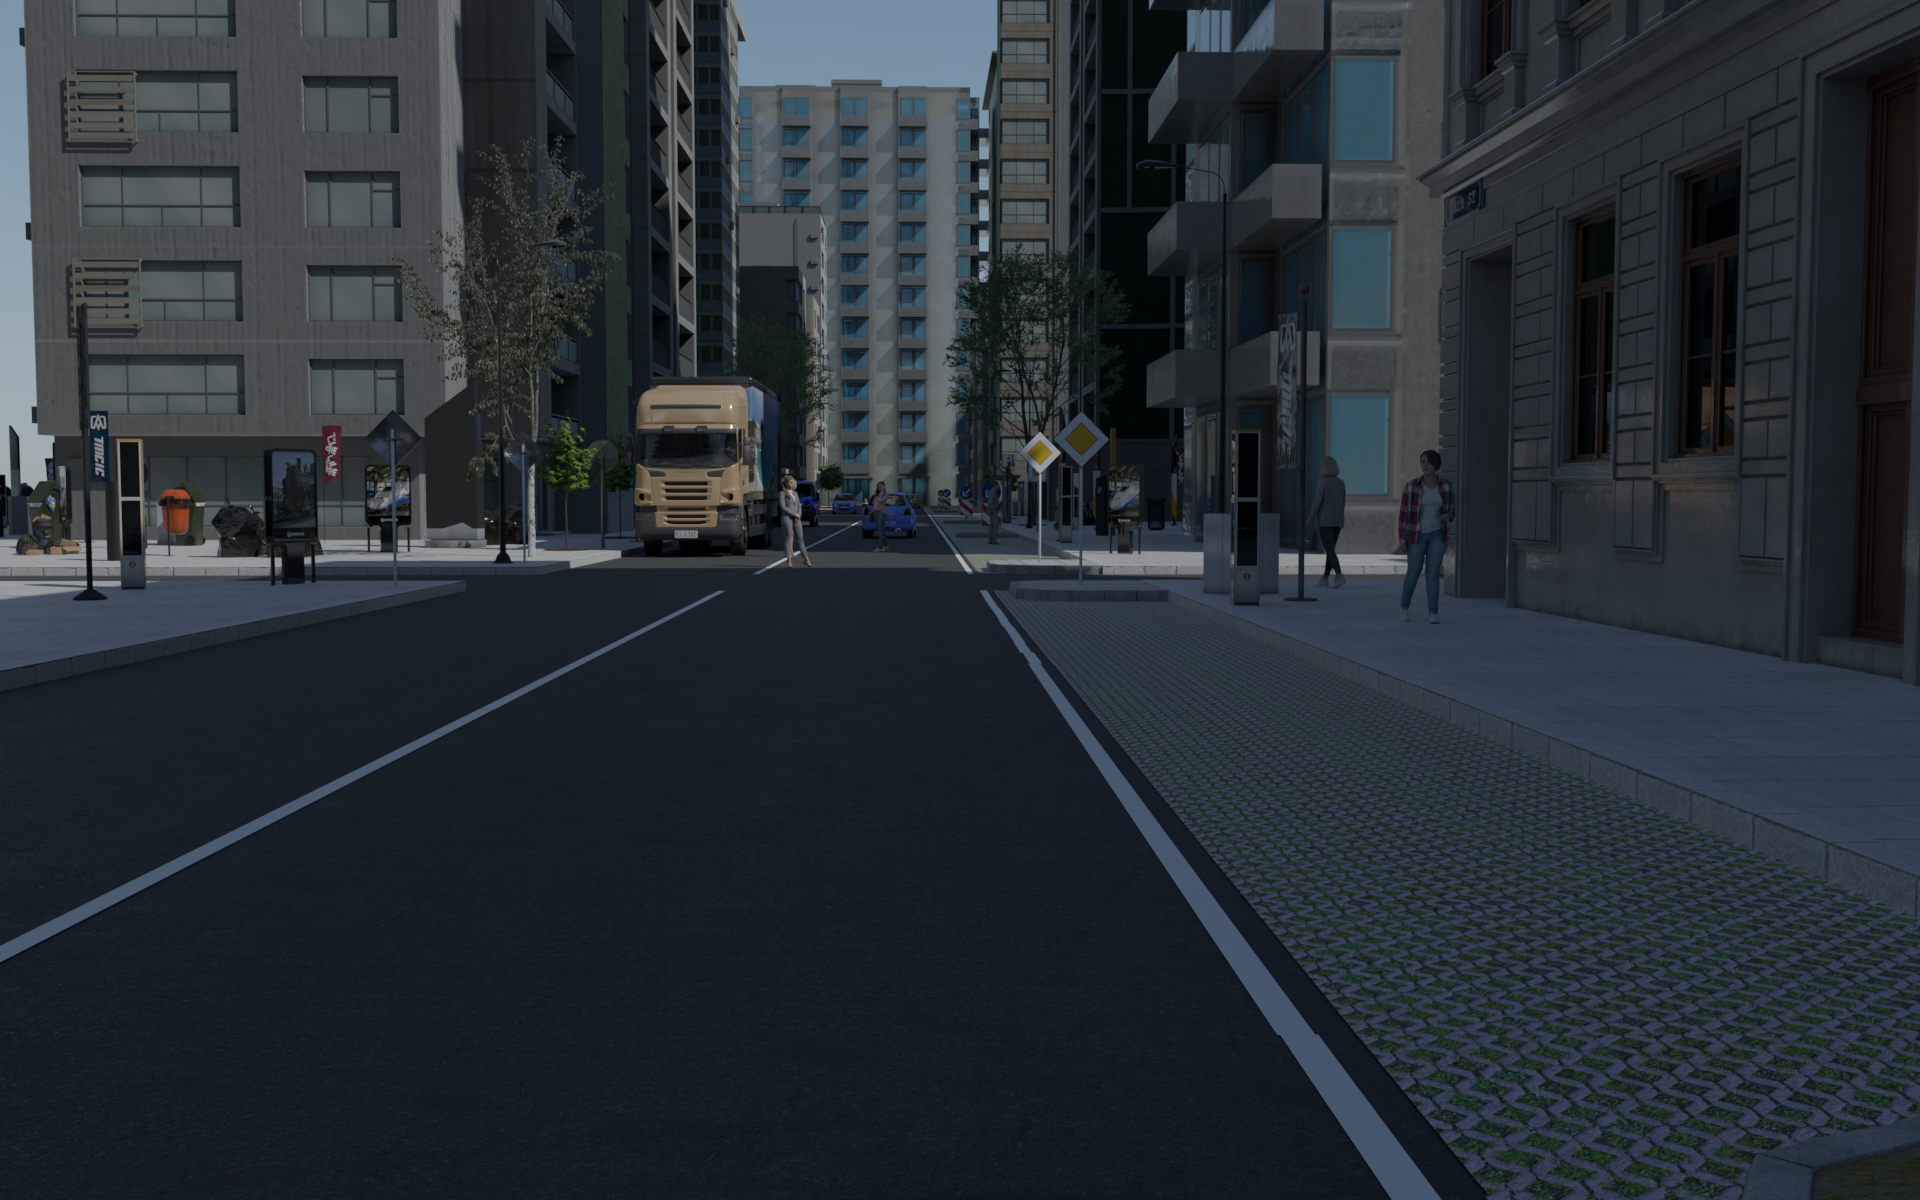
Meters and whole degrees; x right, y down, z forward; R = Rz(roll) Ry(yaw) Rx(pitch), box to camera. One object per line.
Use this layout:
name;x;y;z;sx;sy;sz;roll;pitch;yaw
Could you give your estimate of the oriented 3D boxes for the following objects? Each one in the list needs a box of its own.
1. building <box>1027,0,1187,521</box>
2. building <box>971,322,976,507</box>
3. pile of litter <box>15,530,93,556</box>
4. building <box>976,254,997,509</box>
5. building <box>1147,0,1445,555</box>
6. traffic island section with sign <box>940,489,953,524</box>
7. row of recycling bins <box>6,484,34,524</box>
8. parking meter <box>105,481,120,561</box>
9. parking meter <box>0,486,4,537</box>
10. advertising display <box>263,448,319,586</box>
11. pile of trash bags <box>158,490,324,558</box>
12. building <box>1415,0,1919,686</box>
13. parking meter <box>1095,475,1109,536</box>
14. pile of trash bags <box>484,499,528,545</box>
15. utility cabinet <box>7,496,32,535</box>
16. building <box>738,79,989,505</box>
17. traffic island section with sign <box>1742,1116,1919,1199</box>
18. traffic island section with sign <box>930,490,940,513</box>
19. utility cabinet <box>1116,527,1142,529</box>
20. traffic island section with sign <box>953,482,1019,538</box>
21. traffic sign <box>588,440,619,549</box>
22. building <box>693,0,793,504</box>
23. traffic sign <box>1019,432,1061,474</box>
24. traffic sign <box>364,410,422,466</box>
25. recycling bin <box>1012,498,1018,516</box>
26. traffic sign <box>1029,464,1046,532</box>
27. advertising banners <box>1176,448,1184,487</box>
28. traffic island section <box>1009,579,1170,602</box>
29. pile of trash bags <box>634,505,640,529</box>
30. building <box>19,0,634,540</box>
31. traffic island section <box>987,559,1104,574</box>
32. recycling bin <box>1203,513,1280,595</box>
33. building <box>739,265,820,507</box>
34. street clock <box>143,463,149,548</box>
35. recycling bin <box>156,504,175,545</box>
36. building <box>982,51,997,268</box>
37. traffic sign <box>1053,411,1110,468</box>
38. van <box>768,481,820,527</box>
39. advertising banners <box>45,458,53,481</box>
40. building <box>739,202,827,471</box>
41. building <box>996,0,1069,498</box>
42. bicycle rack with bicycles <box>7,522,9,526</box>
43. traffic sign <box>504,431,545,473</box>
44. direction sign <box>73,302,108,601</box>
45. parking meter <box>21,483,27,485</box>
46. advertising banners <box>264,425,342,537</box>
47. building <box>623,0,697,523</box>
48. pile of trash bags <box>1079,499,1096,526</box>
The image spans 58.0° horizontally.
building;14.251;-39.520;84.412;20.563;71.187;20.611;0;4;-2
building;15.317;-19.796;168.703;27.650;21.520;28.899;0;4;-2
pile of litter;-19.309;-1.402;36.887;1.176;0.858;1.719;3;5;39
building;15.829;-18.032;139.862;27.650;21.520;28.899;0;4;-2
building;20.215;-26.021;45.056;30.456;49.044;23.786;0;4;-2
traffic island section with sign;0.177;-4.603;83.893;1.989;1.847;2.006;0;4;-2
row of recycling bins;-39.543;-4.102;74.188;3.534;1.692;1.069;-3;5;-43
parking meter;-16.190;-1.519;33.254;0.372;1.533;0.369;0;3;0
parking meter;-28.793;-2.650;51.735;0.372;1.533;0.369;0;3;0
advertising display;-9.505;-1.188;24.642;0.123;1.923;0.974;1;4;18
pile of trash bags;-14.894;-1.590;35.753;3.447;1.369;1.912;0;4;7
building;11.398;-10.748;11.890;11.583;22.565;21.152;0;4;-2
parking meter;4.363;-2.904;53.187;0.255;1.863;0.399;-3;5;-40
pile of trash bags;-12.424;-2.147;44.852;1.912;1.369;3.447;-2;4;-35
utility cabinet;-29.806;-2.699;55.295;0.306;1.237;1.020;2;4;35
building;-12.016;-35.681;202.986;30.456;49.044;23.786;0;4;-2
traffic island section with sign;2.326;0.372;2.544;1.989;1.847;2.006;0;4;-2
traffic island section with sign;-1.146;-7.673;134.076;1.989;1.847;2.006;0;4;-2
utility cabinet;6.225;-3.219;63.796;1.020;1.237;0.306;3;4;37
traffic island section with sign;0.886;-2.955;56.947;1.989;1.847;2.006;0;4;-2
traffic sign;-8.404;-2.483;40.701;0.768;2.556;0.104;0;4;-1
building;-28.015;-26.085;118.373;32.217;40.220;23.993;0;4;-2
traffic sign;1.508;-1.840;32.273;0.795;2.593;0.064;0;4;-2
traffic sign;-7.873;-1.338;24.059;0.795;2.593;0.064;0;4;-2
recycling bin;2.930;-5.457;101.779;0.722;1.027;0.722;3;5;39
traffic sign;2.607;-3.436;58.303;0.606;2.300;0.079;0;4;6
advertising banners;8.862;-4.250;65.669;0.090;3.025;2.074;-2;4;-33
traffic island section;1.742;-0.128;24.374;2.009;0.180;2.903;0;4;-2
pile of trash bags;-11.285;-3.348;64.494;1.912;1.369;3.447;-1;4;-8
building;-18.343;-22.584;52.845;14.154;41.232;14.086;0;4;-2
traffic island section;1.531;-0.616;32.357;2.009;0.180;2.903;0;4;-2
recycling bin;3.637;-0.602;22.402;0.722;1.027;0.722;-3;5;-40
building;-26.422;-18.382;145.577;27.650;21.520;28.899;0;4;-2
street clock;-19.265;-2.213;40.747;0.358;2.002;0.471;-1;4;-10
recycling bin;-19.970;-1.933;44.160;0.722;1.027;0.722;0;4;5
building;16.883;-37.732;206.159;27.495;52.752;28.713;0;4;-2
traffic sign;1.718;-1.352;24.291;0.795;2.593;0.064;0;4;-2
van;-7.330;-4.465;77.385;2.240;2.365;5.245;0;4;-2
advertising banners;-43.168;-5.341;83.506;2.074;3.025;0.090;1;4;10
building;-20.565;-24.696;175.482;14.107;30.474;14.160;0;4;-2
building;9.432;-26.547;117.633;14.154;41.232;14.086;0;4;-2
bicycle rack with bicycles;-39.401;-3.503;70.652;2.925;0.926;2.852;-1;4;-12
traffic sign;-8.083;-1.826;32.042;0.795;2.593;0.064;0;4;-2
direction sign;-10.557;-1.769;20.915;0.379;3.537;0.876;-2;4;-32
parking meter;-54.955;-5.870;101.680;0.399;1.863;0.255;3;5;44
advertising banners;-16.760;-2.940;44.251;2.074;3.025;0.090;0;4;5
building;-20.603;-39.078;77.181;20.563;71.187;20.611;0;4;-2
pile of trash bags;6.025;-3.761;71.237;1.912;1.369;3.447;3;4;36
